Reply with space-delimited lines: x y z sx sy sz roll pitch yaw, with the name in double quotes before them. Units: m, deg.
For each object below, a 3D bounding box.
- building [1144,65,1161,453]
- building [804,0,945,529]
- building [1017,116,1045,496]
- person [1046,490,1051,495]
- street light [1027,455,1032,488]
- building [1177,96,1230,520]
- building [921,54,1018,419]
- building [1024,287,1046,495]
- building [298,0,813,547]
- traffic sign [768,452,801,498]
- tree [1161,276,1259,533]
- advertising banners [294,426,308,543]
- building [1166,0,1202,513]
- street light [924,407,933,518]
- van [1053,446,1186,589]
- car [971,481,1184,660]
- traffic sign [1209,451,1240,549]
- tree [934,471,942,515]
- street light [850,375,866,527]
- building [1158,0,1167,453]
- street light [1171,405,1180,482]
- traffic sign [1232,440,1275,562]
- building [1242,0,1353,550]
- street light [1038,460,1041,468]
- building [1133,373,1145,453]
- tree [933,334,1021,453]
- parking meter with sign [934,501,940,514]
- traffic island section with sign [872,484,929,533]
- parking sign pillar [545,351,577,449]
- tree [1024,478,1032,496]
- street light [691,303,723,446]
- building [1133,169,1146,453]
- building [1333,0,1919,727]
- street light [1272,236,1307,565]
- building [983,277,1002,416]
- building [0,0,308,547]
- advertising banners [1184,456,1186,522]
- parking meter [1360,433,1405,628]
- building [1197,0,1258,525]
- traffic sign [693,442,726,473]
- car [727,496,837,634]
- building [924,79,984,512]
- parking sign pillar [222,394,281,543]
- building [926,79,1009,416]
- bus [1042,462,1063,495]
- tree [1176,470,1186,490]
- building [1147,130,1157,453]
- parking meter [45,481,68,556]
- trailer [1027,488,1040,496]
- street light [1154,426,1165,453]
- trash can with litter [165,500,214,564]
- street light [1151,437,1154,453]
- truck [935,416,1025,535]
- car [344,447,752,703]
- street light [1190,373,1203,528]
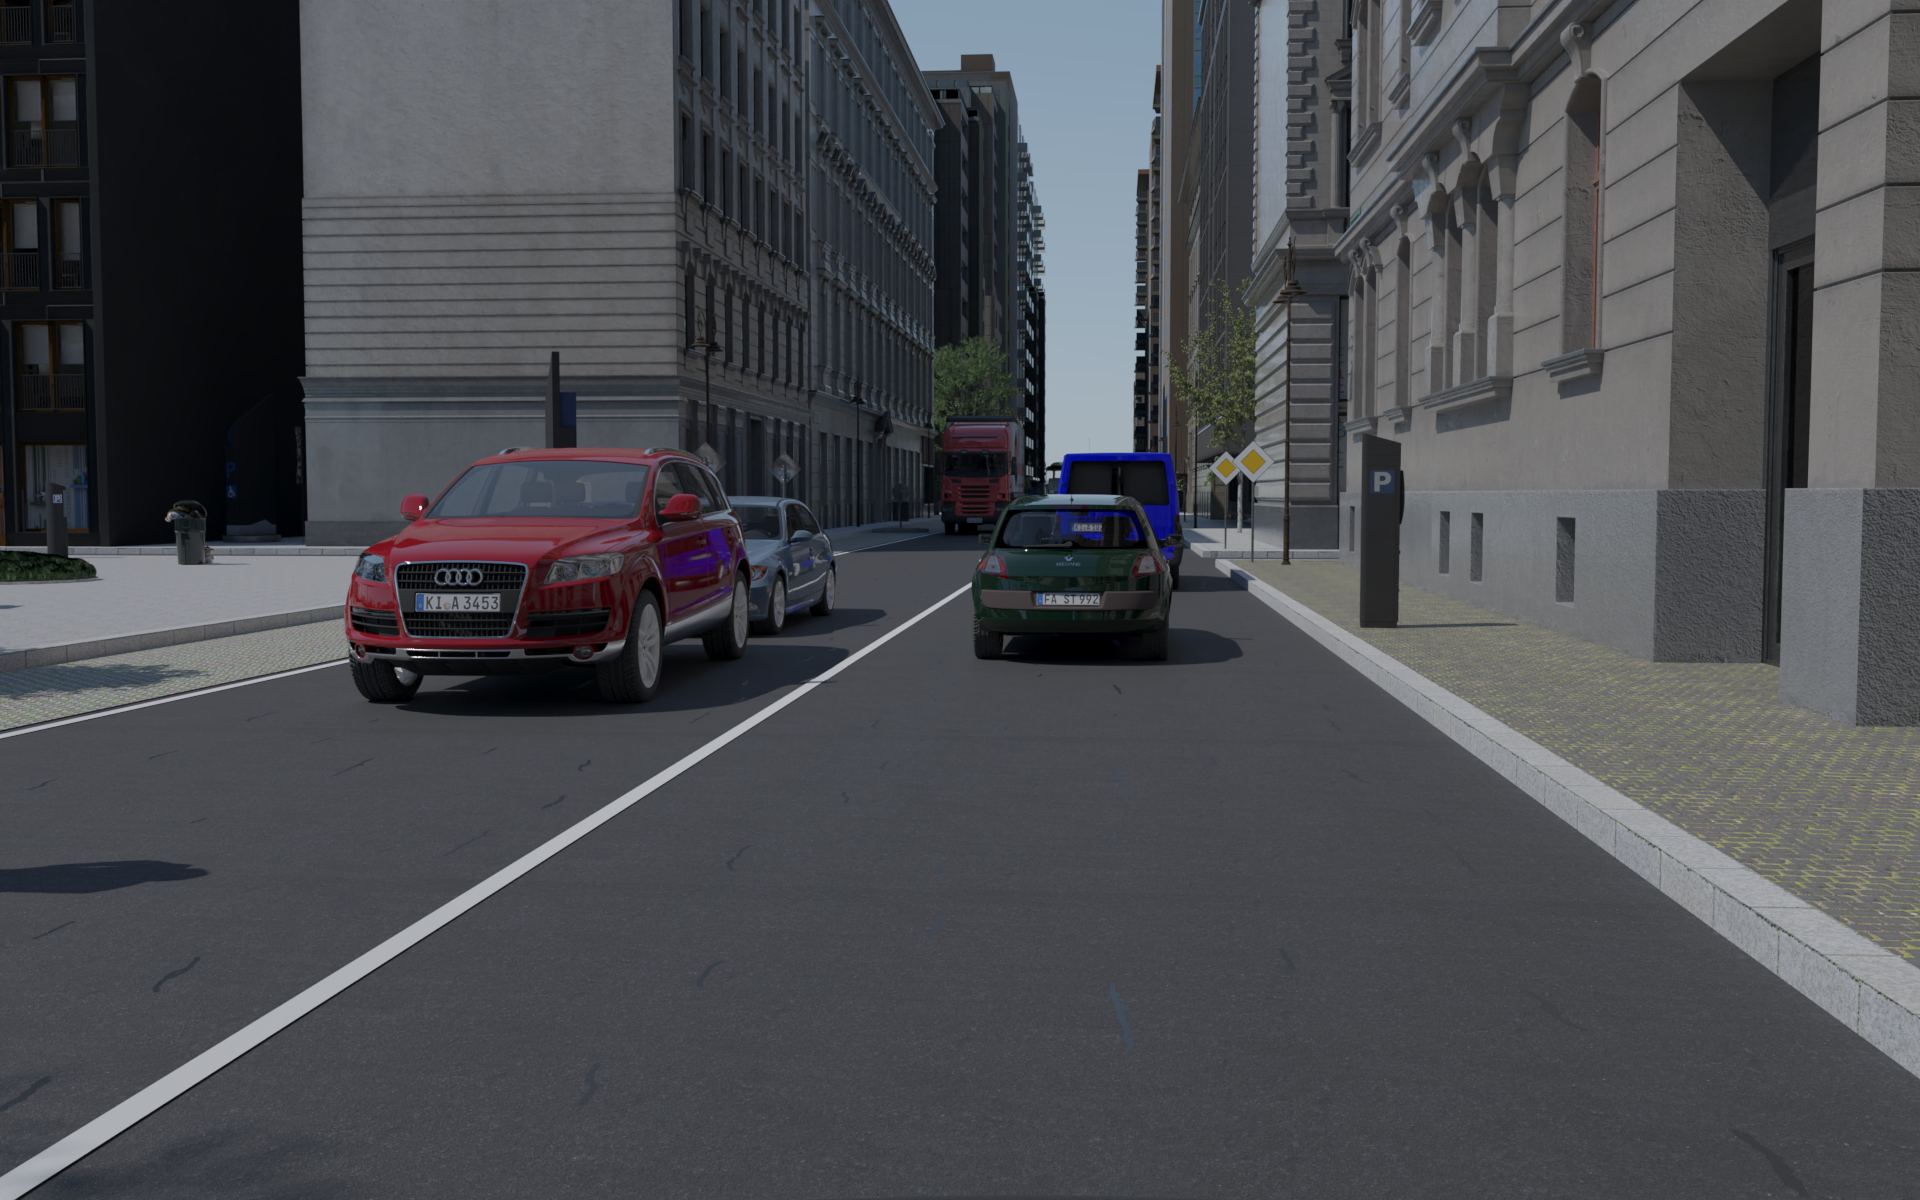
"building" 30.427 -31.836 175.136 22.147 44.769 28.867 0 4 5
"building" -11.074 -18.645 81.256 17.030 29.872 44.131 0 4 5
"building" -2.341 -36.450 215.566 23.786 49.044 30.456 0 4 5
"person" 6.004 -6.658 118.075 1.217 1.735 0.721 -1 4 -9
"street light" 8.083 -13.946 200.796 0.468 5.910 1.993 0 4 5
"building" 21.025 -16.285 99.551 16.112 22.955 30.059 0 4 5
"building" -1.281 -32.487 181.267 14.600 45.320 14.200 0 4 5
"building" 4.480 -28.538 238.293 14.160 30.474 14.107 0 4 5
"building" -10.562 -12.298 50.216 9.793 20.994 18.267 0 4 5
"traffic sign" -4.197 -2.308 41.381 0.795 2.450 0.064 0 4 5
"tree" 9.054 -6.534 57.186 4.737 8.622 4.395 0 3 0
"advertising banners" -17.257 -3.038 45.865 0.090 3.025 2.074 0 4 -3
"building" 21.963 -29.054 125.149 14.600 45.320 14.200 0 4 5
"street light" -1.657 -7.309 92.285 0.468 5.910 1.993 0 4 5
"van" 2.546 -1.433 27.810 2.240 2.365 5.245 0 4 6
"car" 1.118 -0.404 16.398 2.009 1.686 4.222 0 4 6
"traffic sign" 6.203 -2.250 40.431 0.795 2.450 0.064 0 4 5
"tree" -1.595 -6.735 104.723 1.663 3.219 1.824 0 3 0
"street light" -3.962 -5.785 67.377 0.468 5.910 1.993 0 4 5
"building" 27.400 -36.912 145.512 21.231 58.520 28.212 0 4 5
"street light" 11.197 -7.158 89.825 0.468 5.910 1.993 0 4 5
"traffic sign" 5.490 -1.764 32.478 0.795 2.450 0.064 0 4 5
"building" 17.127 -13.109 43.213 19.941 23.489 11.050 0 4 5
"street light" 10.310 -15.463 225.612 0.468 5.910 1.993 0 4 5
"building" 39.884 -25.291 258.553 27.650 21.520 28.899 0 4 5
"tree" 0.296 -11.418 112.443 9.928 11.665 9.643 0 3 0
"parking meter with sign" -2.123 -6.761 106.809 1.738 3.016 0.543 0 4 5
"traffic island section with sign" -2.185 -3.403 64.260 1.989 1.847 2.006 0 4 5
"parking sign pillar" -7.728 -2.752 33.475 1.447 3.967 1.447 -1 4 -20
"tree" 7.370 -12.069 191.930 1.663 3.219 1.824 0 3 0
"street light" -6.134 -4.242 42.152 0.468 5.910 1.993 0 4 5
"building" 34.151 -35.094 228.405 22.147 44.769 28.867 0 4 5
"building" 12.128 -14.178 19.201 14.401 28.519 23.554 0 4 5
"street light" 5.923 -3.578 31.281 0.468 5.910 1.993 0 4 5
"building" -11.223 -18.459 146.837 27.650 21.520 28.899 0 4 5
"building" -27.927 -13.357 48.060 15.834 23.373 12.332 0 4 5
"advertising banners" 10.473 -5.169 80.694 0.090 3.025 2.074 1 4 9
"parking meter" 4.056 -0.668 16.632 0.399 1.863 0.255 1 4 11
"building" 17.626 -17.071 72.612 14.314 27.812 24.014 0 4 5
"traffic sign" -4.911 -1.822 33.428 0.795 2.450 0.064 0 4 5
"car" -2.523 -0.446 19.292 2.014 1.417 4.499 0 4 7
"building" -5.792 -21.573 124.415 14.160 30.474 14.107 0 4 5
"parking sign pillar" -18.904 -3.526 46.117 1.447 3.967 1.447 2 4 25
"building" -2.726 -29.576 167.169 14.154 41.232 14.086 0 4 5
"bus" 8.186 -8.784 135.161 2.896 3.916 12.252 0 4 6
"tree" 14.417 -7.580 118.532 1.663 3.219 1.824 0 3 0
"building" 29.494 -34.011 206.198 14.600 45.320 14.200 0 4 5
"parking meter" -18.110 -1.610 34.729 0.372 1.533 0.369 0 3 0
"trailer" 6.646 -9.189 157.284 1.471 1.999 3.904 0 4 6
"street light" 13.324 -8.689 114.853 0.468 5.910 1.993 0 4 5
"trash can with litter" -14.043 -1.239 31.647 0.624 1.170 1.055 -1 4 -9
"street light" 15.695 -10.272 140.737 0.468 5.910 1.993 0 4 5
"truck" 0.912 -4.618 64.412 2.839 4.237 11.283 0 4 5
"car" -3.009 -0.303 13.632 2.281 1.827 5.304 0 4 4
"street light" 8.865 -5.641 65.018 0.468 5.910 1.993 0 4 5
